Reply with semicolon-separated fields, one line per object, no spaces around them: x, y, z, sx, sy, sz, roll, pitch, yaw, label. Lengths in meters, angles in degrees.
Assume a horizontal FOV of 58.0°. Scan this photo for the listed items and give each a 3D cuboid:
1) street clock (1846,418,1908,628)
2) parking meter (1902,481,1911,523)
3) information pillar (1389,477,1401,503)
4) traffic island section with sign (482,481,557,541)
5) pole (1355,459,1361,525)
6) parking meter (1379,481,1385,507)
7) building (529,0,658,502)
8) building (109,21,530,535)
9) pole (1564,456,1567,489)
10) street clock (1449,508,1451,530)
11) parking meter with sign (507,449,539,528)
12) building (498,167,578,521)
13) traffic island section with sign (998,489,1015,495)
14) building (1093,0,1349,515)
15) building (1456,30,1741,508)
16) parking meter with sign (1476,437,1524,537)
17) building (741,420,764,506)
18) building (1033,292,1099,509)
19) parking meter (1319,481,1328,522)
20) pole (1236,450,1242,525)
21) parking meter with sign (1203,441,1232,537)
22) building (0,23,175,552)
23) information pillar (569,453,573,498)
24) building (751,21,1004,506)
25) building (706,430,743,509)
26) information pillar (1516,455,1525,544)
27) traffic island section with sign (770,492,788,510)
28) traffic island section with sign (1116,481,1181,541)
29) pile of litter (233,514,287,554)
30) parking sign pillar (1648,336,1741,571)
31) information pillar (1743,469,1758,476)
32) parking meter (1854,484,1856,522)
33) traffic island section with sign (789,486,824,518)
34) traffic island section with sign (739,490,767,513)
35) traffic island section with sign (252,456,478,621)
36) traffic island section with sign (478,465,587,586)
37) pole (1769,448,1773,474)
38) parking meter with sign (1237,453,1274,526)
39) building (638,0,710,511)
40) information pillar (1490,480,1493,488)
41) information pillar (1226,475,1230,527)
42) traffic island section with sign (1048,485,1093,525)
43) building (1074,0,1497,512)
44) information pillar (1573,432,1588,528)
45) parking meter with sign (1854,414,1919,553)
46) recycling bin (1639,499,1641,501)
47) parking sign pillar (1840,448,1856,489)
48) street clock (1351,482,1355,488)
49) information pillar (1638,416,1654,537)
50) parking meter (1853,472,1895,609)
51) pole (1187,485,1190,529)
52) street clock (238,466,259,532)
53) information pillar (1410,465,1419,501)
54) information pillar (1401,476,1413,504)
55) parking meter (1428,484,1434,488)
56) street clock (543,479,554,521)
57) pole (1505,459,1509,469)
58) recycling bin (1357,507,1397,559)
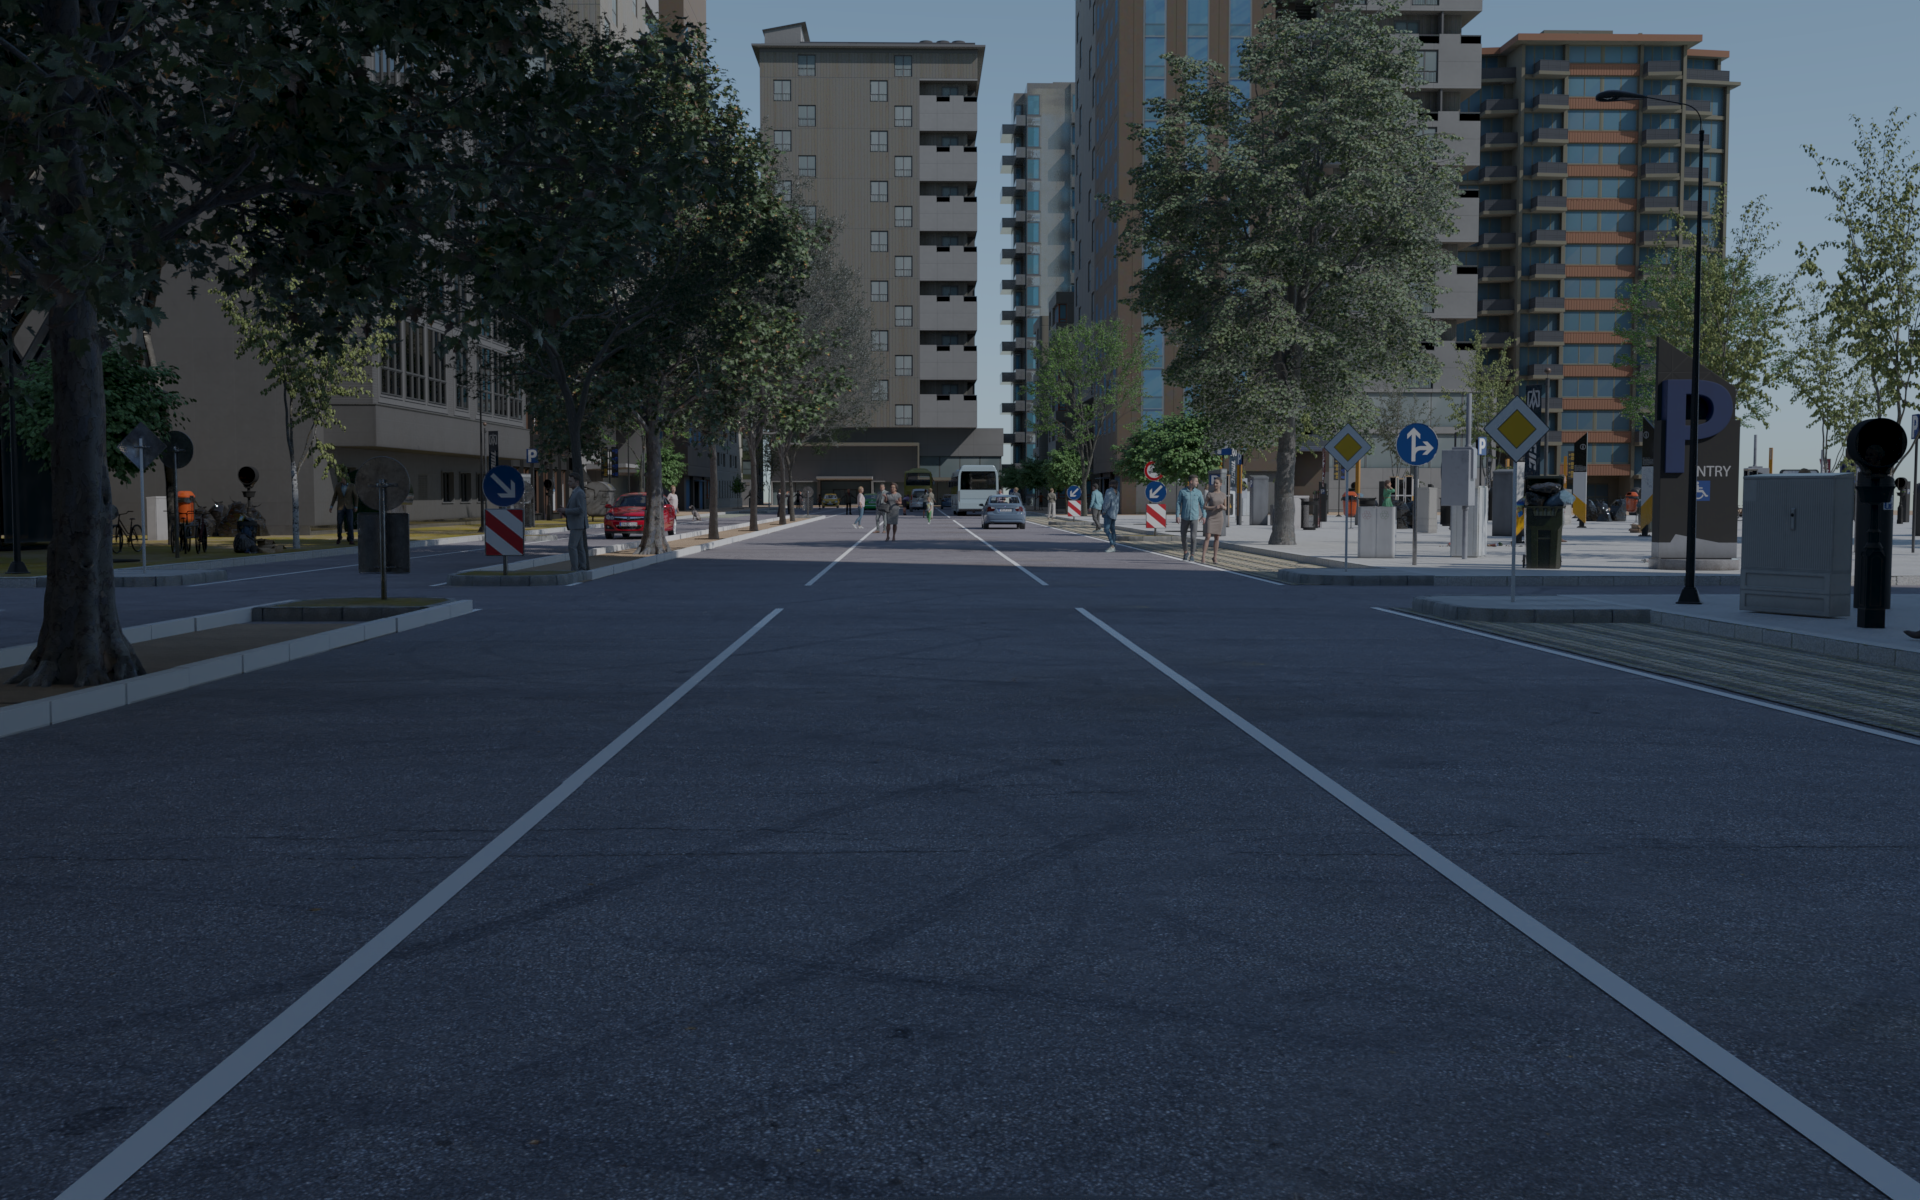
8.744;-0.734;16.566;0.471;2.002;0.358;0;4;6;street clock
42.691;-4.434;78.213;0.399;1.863;0.255;-2;4;-34;parking meter
18.352;-4.207;73.272;0.304;2.012;0.304;2;4;34;information pillar
-13.547;-2.746;53.531;1.989;1.847;2.006;0;4;-1;traffic island section with sign
16.342;-4.729;71.157;0.158;3.312;0.155;0;3;0;pole
19.134;-4.451;78.490;0.255;1.863;0.399;2;4;23;parking meter
-35.042;-32.186;115.485;28.713;52.752;27.495;0;4;-1;building
-25.800;-16.583;64.640;14.314;27.812;24.014;0;4;-1;building
32.546;-6.077;93.195;0.158;3.312;0.155;0;3;0;pole
17.406;-3.463;61.188;0.471;2.002;0.358;1;4;19;street clock
-16.724;-4.260;65.918;0.543;3.016;1.738;1;4;21;parking meter with sign
-26.561;-15.629;85.216;12.332;23.373;15.834;0;4;-1;building
3.831;-7.439;130.258;1.989;1.847;2.006;0;4;-1;traffic island section with sign
16.395;-28.297;112.768;14.600;45.320;14.200;0;4;-1;building
58.635;-31.321;166.716;28.867;44.769;22.147;0;4;-1;building
16.598;-3.450;52.673;1.738;3.016;0.543;3;5;42;parking meter with sign
-29.768;-25.937;195.777;14.107;30.474;14.160;0;4;-1;building
21.657;-19.441;162.901;27.650;21.520;28.899;0;4;-1;building
16.715;-4.524;79.682;0.399;1.863;0.255;2;4;25;parking meter
11.578;-4.766;71.771;0.158;3.312;0.155;0;3;0;pole
7.785;-3.444;52.566;0.543;3.016;1.738;1;4;22;parking meter with sign
-27.568;-10.486;38.904;16.820;18.784;16.811;0;4;-1;building
-17.780;-5.403;79.687;0.504;3.616;0.183;2;4;24;information pillar
-9.162;-37.543;203.061;27.495;52.752;28.713;0;4;-1;building
-36.268;-19.373;161.784;28.899;21.520;27.650;0;4;-1;building
14.584;-3.277;44.930;0.504;3.616;0.183;-1;4;-20;information pillar
-16.167;-9.058;156.724;1.989;1.847;2.006;0;4;-1;traffic island section with sign
5.794;-2.721;53.124;1.989;1.847;2.006;0;4;-1;traffic island section with sign
-15.410;-1.476;38.091;1.176;0.858;1.719;0;4;-2;pile of litter
12.564;-2.512;29.551;1.447;3.967;1.447;0;4;6;parking sign pillar
23.570;-2.886;51.685;0.304;2.012;0.304;0;4;-2;information pillar
41.959;-4.594;80.829;0.399;1.863;0.255;0;4;2;parking meter
-9.086;-5.800;102.965;2.006;1.907;1.989;0;4;-1;traffic island section with sign
-15.476;-7.410;129.777;1.989;1.847;2.006;0;4;-1;traffic island section with sign
-6.999;-0.753;20.446;2.006;1.907;1.989;0;4;-1;traffic island section with sign
-7.176;-1.206;27.851;2.006;1.907;1.989;0;4;-1;traffic island section with sign
35.548;-5.024;75.992;0.158;3.312;0.155;0;3;0;pole
12.241;-4.559;70.803;1.738;3.016;0.543;-1;4;-10;parking meter with sign
-27.706;-29.785;137.090;14.600;45.320;14.200;0;4;-1;building
27.982;-5.279;90.798;0.304;2.012;0.304;-2;4;-30;information pillar
10.224;-3.802;66.653;0.304;2.012;0.304;1;4;17;information pillar
5.107;-4.372;80.113;1.989;1.847;2.006;0;4;-1;traffic island section with sign
23.393;-33.299;133.678;28.713;52.752;27.495;0;4;-1;building
23.505;-4.542;65.614;0.504;3.616;0.183;2;4;28;information pillar
20.016;-2.549;37.942;1.738;3.016;0.543;1;4;14;parking meter with sign
33.811;-4.429;84.962;0.722;1.027;0.722;-2;4;-35;recycling bin
51.709;-6.876;100.887;1.447;3.967;1.447;0;4;6;parking sign pillar
23.313;-5.974;102.241;0.471;2.002;0.358;0;4;1;street clock
20.698;-3.714;52.081;0.183;3.616;0.504;-2;4;-24;information pillar
10.244;-0.673;19.414;0.372;1.533;0.369;0;3;0;parking meter
8.438;-4.300;64.153;0.158;3.312;0.155;0;3;0;pole
-18.520;-2.480;45.124;0.471;2.002;0.358;0;4;1;street clock
24.836;-6.316;94.625;0.504;3.616;0.183;-1;4;-10;information pillar
18.093;-4.003;69.941;0.304;2.012;0.304;0;4;4;information pillar
27.344;-5.805;100.627;0.255;1.863;0.399;2;4;34;parking meter
-19.830;-4.832;83.573;0.471;2.002;0.358;1;4;15;street clock
31.755;-6.527;100.553;0.158;3.312;0.155;0;3;0;pole
8.394;-1.363;34.847;0.722;1.027;0.722;1;4;17;recycling bin
